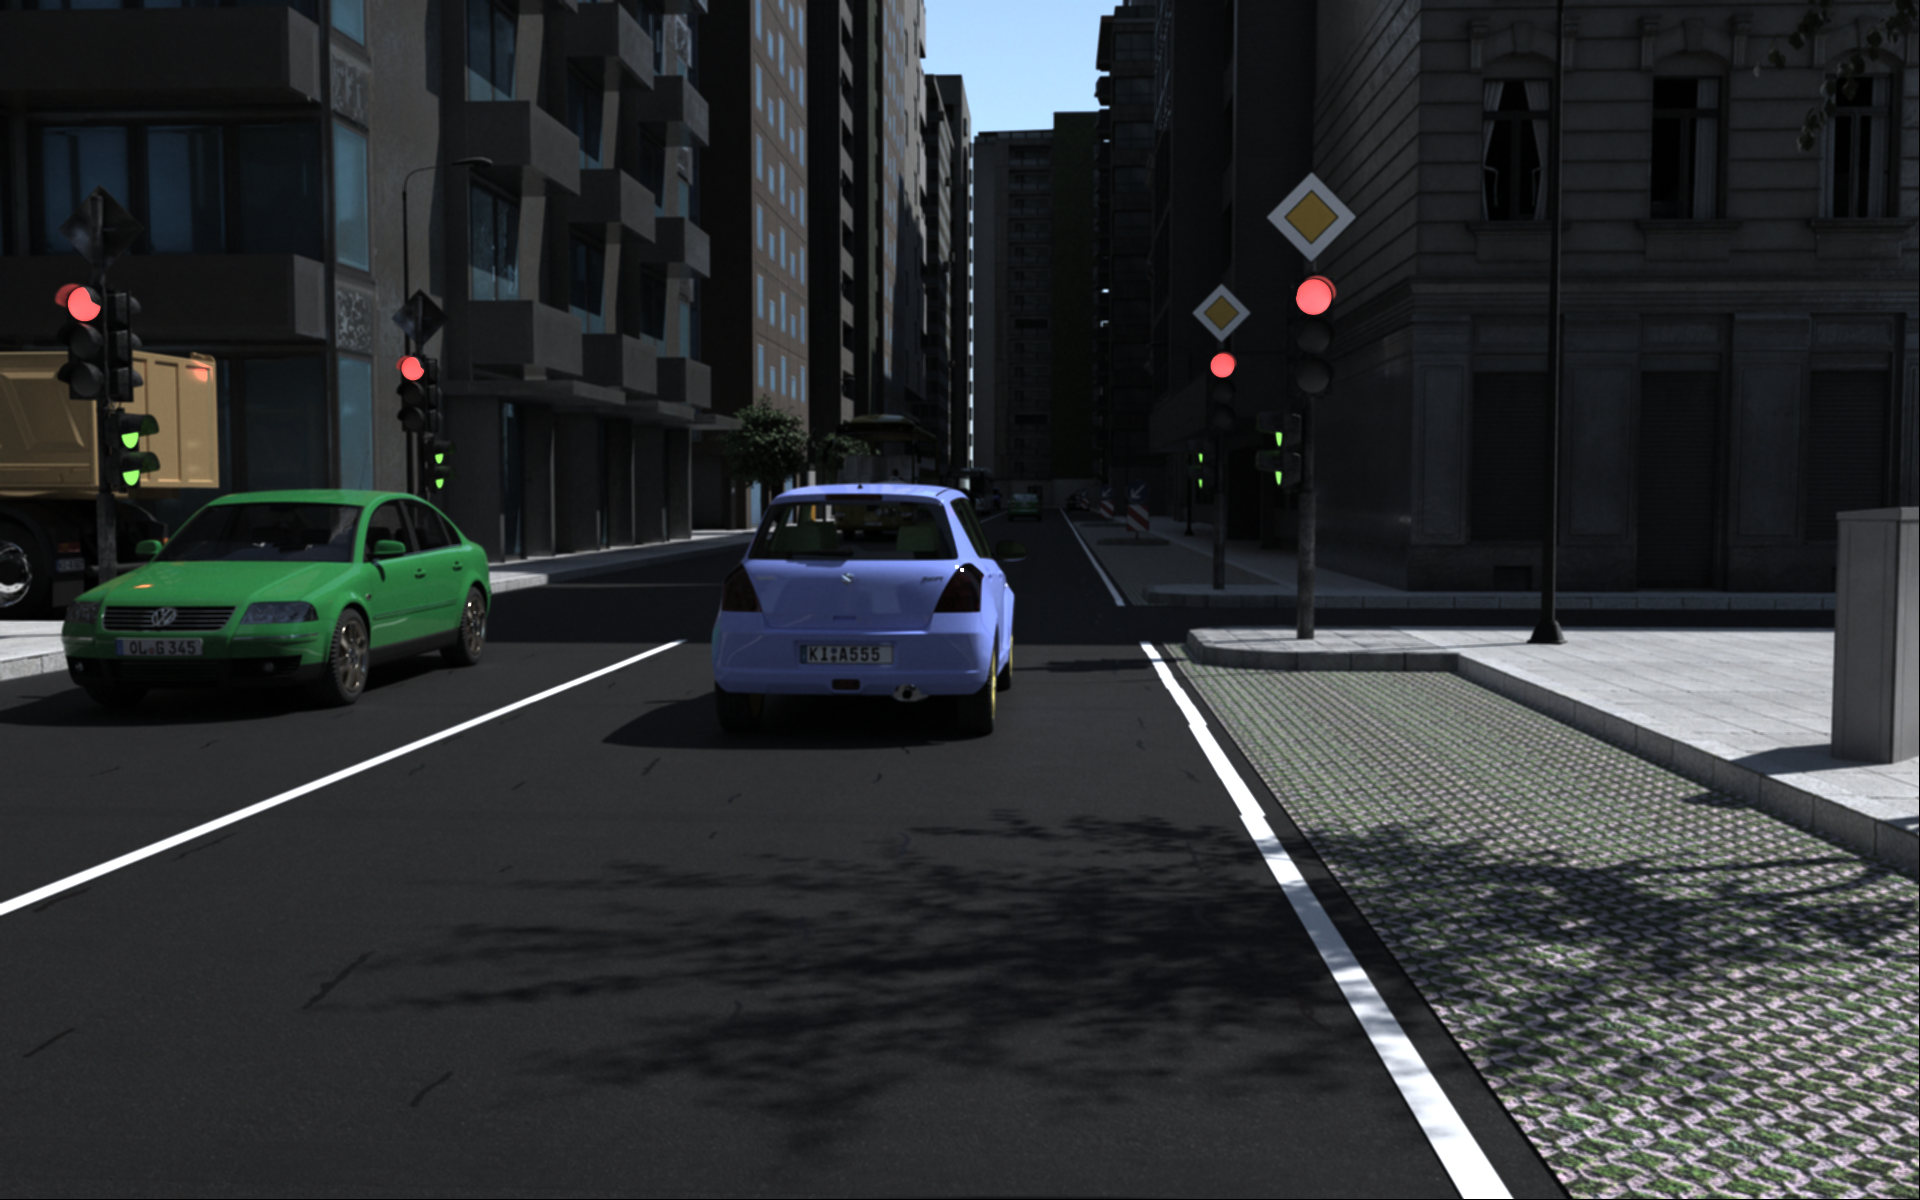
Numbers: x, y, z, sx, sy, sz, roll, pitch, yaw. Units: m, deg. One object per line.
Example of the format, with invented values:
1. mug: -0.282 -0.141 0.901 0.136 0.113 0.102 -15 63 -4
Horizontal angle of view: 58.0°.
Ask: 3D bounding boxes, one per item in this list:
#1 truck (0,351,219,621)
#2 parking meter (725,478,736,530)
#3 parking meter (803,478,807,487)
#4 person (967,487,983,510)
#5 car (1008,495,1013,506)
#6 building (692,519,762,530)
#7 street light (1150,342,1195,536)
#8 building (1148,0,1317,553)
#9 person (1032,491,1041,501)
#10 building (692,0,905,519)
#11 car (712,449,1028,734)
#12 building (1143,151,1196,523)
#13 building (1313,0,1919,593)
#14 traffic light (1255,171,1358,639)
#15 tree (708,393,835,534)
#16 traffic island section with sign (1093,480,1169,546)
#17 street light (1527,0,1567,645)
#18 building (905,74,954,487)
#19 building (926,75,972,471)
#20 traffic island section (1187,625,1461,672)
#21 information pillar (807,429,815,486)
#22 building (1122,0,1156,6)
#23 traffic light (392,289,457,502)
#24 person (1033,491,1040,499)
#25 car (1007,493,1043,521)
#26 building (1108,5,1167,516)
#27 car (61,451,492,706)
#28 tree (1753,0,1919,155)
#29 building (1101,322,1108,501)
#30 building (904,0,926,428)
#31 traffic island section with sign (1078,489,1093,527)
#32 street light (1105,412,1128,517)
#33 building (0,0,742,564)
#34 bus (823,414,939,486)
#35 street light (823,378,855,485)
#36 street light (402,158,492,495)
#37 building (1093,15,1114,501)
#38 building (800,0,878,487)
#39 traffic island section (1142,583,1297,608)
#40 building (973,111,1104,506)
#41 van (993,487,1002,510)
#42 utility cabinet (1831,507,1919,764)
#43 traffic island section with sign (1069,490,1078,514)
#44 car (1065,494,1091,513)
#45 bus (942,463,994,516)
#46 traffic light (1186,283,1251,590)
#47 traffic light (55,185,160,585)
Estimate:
1. truck: -14.015 -1.499 20.433 9.791 3.379 3.469 0 4 5
2. parking meter: -8.136 -3.408 61.427 0.255 1.863 0.399 2 4 27
3. parking meter: -5.563 -3.557 63.866 0.399 1.863 0.255 -1 4 -15
4. person: 0.763 -5.698 101.299 1.348 1.869 0.705 -3 4 -36
5. car: 4.633 -7.372 132.893 2.083 1.381 4.827 0 4 2
6. building: -13.894 -25.565 68.096 14.600 45.320 14.200 0 4 3
7. street light: 6.508 -4.930 53.151 1.470 5.913 1.316 0 4 3
8. building: 13.219 -13.993 47.851 14.314 24.678 30.058 0 4 3
9. person: 6.803 -8.816 153.446 0.742 1.727 0.445 -1 4 -22
10. building: -10.889 -27.869 105.764 14.600 45.320 14.200 0 4 3
11. car: -0.523 -0.129 11.695 1.945 1.707 3.694 0 4 4
12. building: 15.867 -15.963 80.087 14.460 24.649 34.723 0 4 3
13. building: 15.025 -10.836 26.322 18.267 20.994 9.793 0 4 3
14. traffic light: 3.045 -1.610 15.246 0.839 4.253 0.868 0 4 3
15. tree: -6.460 -4.446 56.399 4.285 4.588 4.351 0 3 0
16. traffic island section with sign: 4.860 -2.460 48.841 1.989 1.847 2.006 0 4 3
17. street light: 4.527 -2.585 14.799 1.470 5.913 1.316 0 4 3
18. building: -12.805 -28.586 159.262 23.993 40.220 32.217 0 4 3
19. building: -9.739 -34.835 193.255 21.600 48.544 21.300 0 4 3
20. traffic island section: 3.084 0.423 15.357 2.009 0.180 2.903 0 4 3
21. information pillar: -5.312 -4.319 61.974 0.183 3.616 0.504 1 4 23
22. building: 23.371 -31.125 128.502 23.786 49.044 30.456 0 4 3
23. traffic light: -7.381 -2.132 23.774 0.839 4.253 0.868 0 4 3
24. person: 6.705 -8.960 155.710 1.217 1.736 0.721 2 4 27
25. car: 3.458 -5.104 92.251 1.959 1.807 4.718 0 4 2
26. building: 16.166 -20.471 106.398 14.160 30.474 14.107 0 4 3
27. car: -4.955 -0.265 13.127 1.959 1.807 4.718 0 4 1
28. tree: 4.744 -3.471 7.106 4.360 8.622 3.978 0 3 0
29. building: 30.524 -21.407 195.050 28.899 21.520 27.650 0 4 3
30. building: -16.618 -32.871 126.675 28.713 52.752 27.495 0 4 3
31. traffic island section with sign: 6.286 -4.109 75.804 1.989 1.847 2.006 0 4 3
32. street light: 8.858 -7.646 97.554 1.470 5.913 1.316 0 4 3
33. building: -18.218 -25.583 37.896 23.786 49.044 30.456 0 4 3
34. bus: -2.298 -4.004 57.009 2.896 3.916 12.252 0 4 3
35. street light: -4.900 -5.916 69.271 1.470 5.913 1.316 0 4 3
36. street light: -7.157 -3.155 24.118 1.470 5.913 1.316 0 4 3
37. building: 23.447 -30.817 158.481 22.147 44.769 28.867 0 4 3
38. building: -11.994 -19.504 90.592 14.160 30.474 14.107 0 4 3
39. traffic island section: 3.505 -0.064 23.332 2.009 0.180 2.903 0 4 3
40. building: 8.444 -30.902 188.849 14.086 41.232 14.154 0 4 3
41. van: 2.691 -9.285 156.191 2.240 2.365 5.245 0 4 2
42. utility cabinet: 4.687 0.154 8.638 1.020 1.237 0.306 -3 5 -44
43. traffic island section with sign: 8.878 -7.117 124.982 1.989 1.847 2.006 0 4 3
44. car: 9.158 -7.616 134.311 2.009 1.686 4.222 0 4 2
45. bus: 0.717 -7.567 118.581 2.948 3.499 13.247 0 4 4
46. traffic light: 3.466 -2.098 23.220 0.839 4.253 0.868 0 4 3
47. traffic light: -7.802 -1.644 15.800 0.839 4.253 0.868 0 4 3
